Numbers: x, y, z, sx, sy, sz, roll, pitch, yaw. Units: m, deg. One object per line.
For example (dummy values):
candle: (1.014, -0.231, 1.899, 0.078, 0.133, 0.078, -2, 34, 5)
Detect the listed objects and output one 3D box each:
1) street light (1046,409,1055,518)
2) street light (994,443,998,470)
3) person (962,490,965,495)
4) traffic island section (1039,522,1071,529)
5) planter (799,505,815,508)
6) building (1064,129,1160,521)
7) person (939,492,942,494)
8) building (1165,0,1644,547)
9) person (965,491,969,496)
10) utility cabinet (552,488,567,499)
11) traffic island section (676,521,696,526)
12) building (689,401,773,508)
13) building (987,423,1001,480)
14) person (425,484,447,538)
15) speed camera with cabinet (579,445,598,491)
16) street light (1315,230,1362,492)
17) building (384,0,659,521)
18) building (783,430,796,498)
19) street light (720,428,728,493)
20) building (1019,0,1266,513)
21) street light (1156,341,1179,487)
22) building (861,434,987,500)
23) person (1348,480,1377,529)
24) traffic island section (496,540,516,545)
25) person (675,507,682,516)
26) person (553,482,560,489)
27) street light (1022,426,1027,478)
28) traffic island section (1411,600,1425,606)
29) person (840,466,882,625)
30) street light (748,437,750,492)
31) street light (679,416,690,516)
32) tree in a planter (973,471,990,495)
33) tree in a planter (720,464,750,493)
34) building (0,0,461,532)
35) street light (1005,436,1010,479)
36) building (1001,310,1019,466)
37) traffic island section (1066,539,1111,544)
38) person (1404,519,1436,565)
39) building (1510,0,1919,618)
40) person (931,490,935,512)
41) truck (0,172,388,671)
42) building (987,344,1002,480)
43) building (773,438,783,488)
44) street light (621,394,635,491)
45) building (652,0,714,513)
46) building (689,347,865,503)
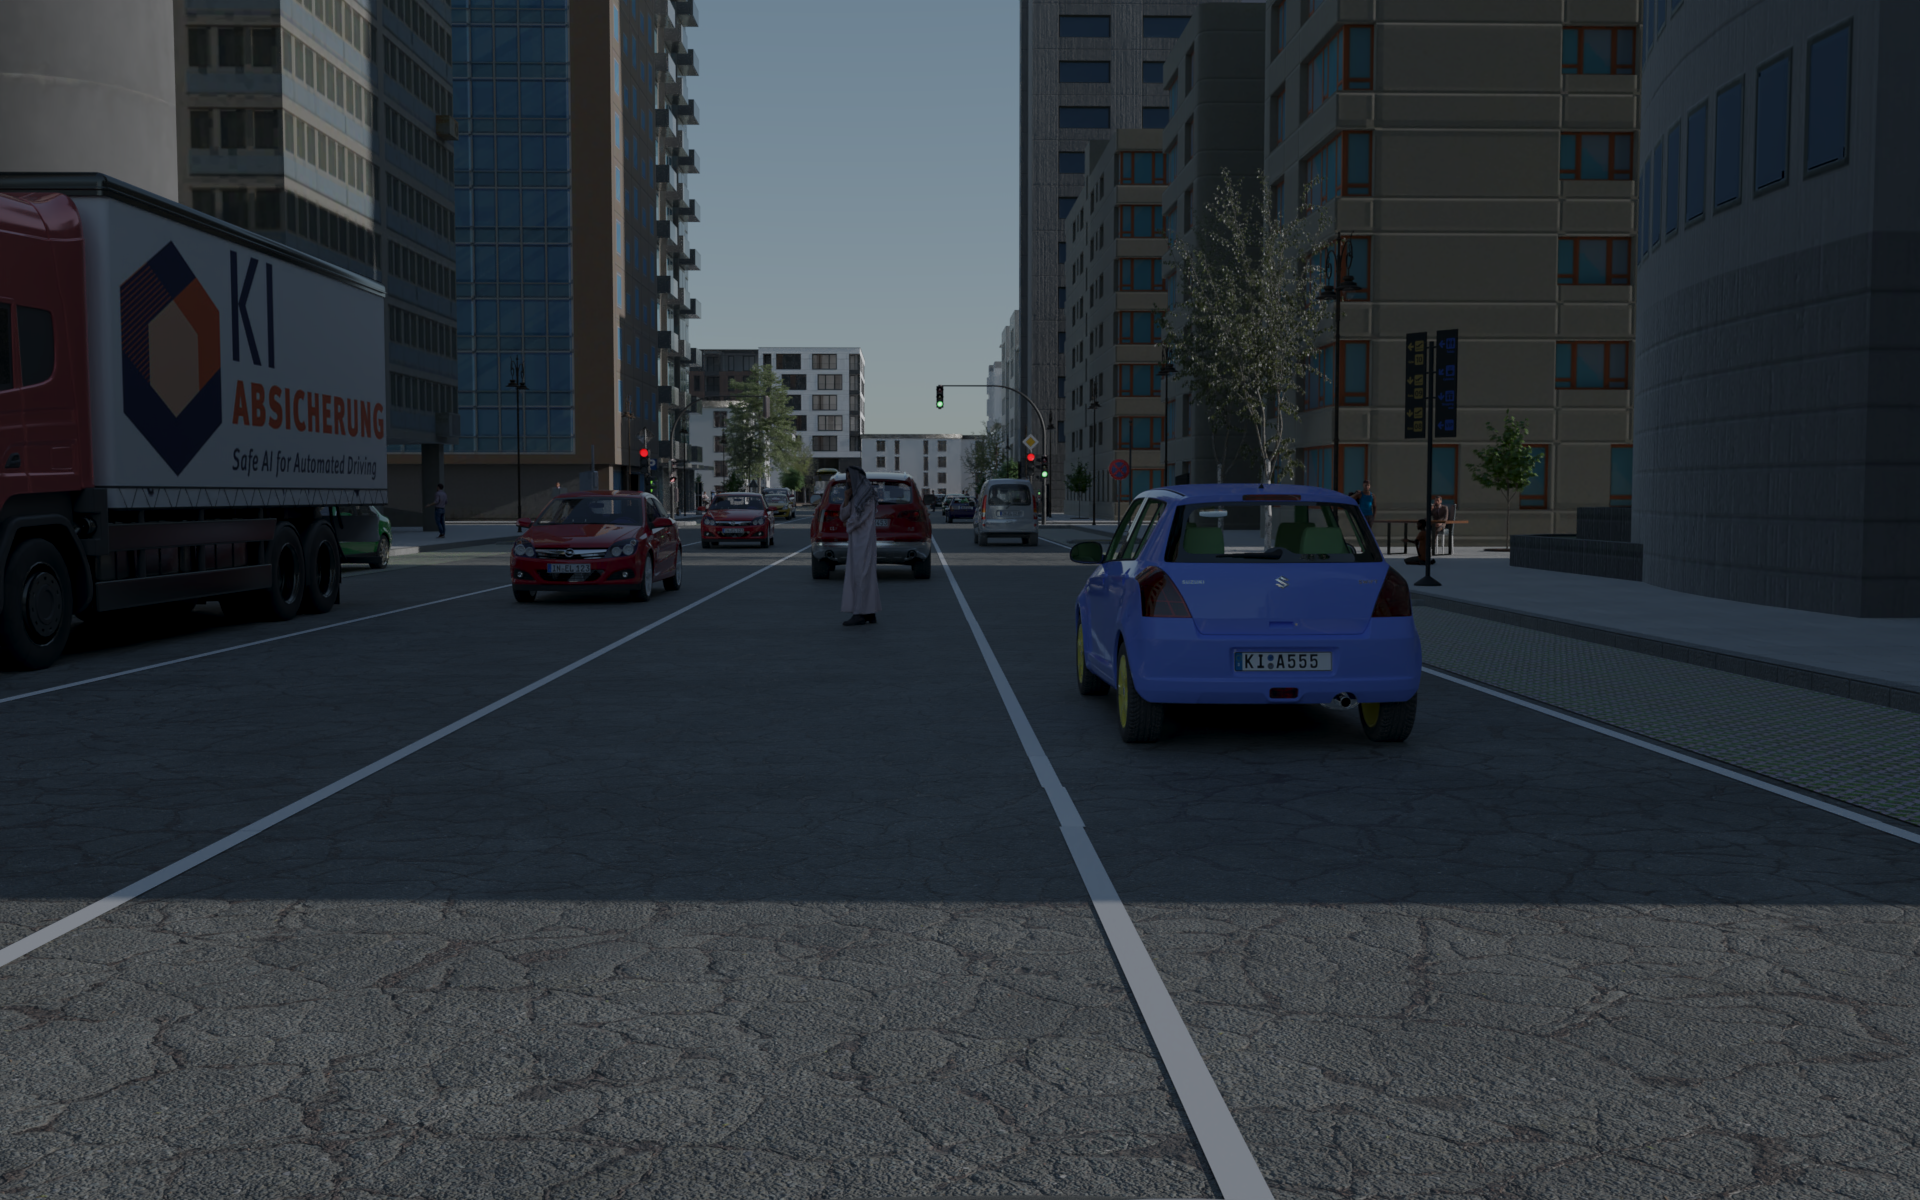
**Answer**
street light: (4.909, -7.409, 93.922, 0.468, 5.910, 1.993, 0, 4, -2)
street light: (3.242, -11.138, 154.893, 0.468, 5.910, 1.993, 0, 4, -2)
person: (0.367, -9.738, 167.655, 0.705, 1.831, 1.348, -2, 4, -26)
traffic island section: (3.511, -3.064, 72.382, 2.009, 0.180, 2.903, 0, 4, -2)
planter: (-15.835, -9.826, 181.799, 1.991, 0.319, 1.994, 0, 4, -2)
building: (21.453, -15.376, 96.437, 28.899, 21.520, 27.650, 0, 4, -2)
person: (-2.301, -11.769, 201.718, 0.445, 1.727, 0.742, -3, 5, -43)
building: (22.400, -12.911, 56.127, 27.650, 21.520, 28.899, 0, 4, -2)
person: (0.509, -9.559, 165.322, 0.750, 1.759, 0.617, -2, 4, -25)
utility cabinet: (-14.366, -3.269, 62.134, 0.318, 1.500, 1.173, 0, 3, 0)
traffic island section: (-13.288, -3.524, 79.906, 2.009, 0.180, 2.903, 0, 4, -2)
building: (-24.281, -13.919, 169.727, 9.099, 9.664, 28.070, 0, 4, -2)
building: (8.709, -16.071, 204.913, 9.099, 9.664, 28.070, 0, 4, -2)
person: (-15.115, -2.587, 50.306, 0.435, 1.587, 0.963, 1, 4, 12)
speed camera with cabinet: (-14.811, -4.651, 70.387, 0.660, 3.252, 2.038, 1, 4, 11)
street light: (6.672, -3.540, 30.660, 0.468, 5.910, 1.993, 0, 4, -2)
building: (-23.294, -26.723, 87.024, 14.600, 45.320, 14.200, 0, 4, -2)
building: (-35.577, -17.275, 224.596, 28.070, 9.664, 9.099, 0, 4, -2)
street light: (-16.432, -9.038, 120.554, 0.468, 5.910, 1.993, 0, 4, -2)
building: (14.935, -35.969, 130.090, 21.231, 58.520, 28.212, 0, 4, -2)
street light: (6.053, -4.773, 50.821, 0.468, 5.910, 1.993, 0, 4, -2)
building: (0.064, -18.611, 246.434, 28.070, 9.664, 9.099, 0, 4, -2)
person: (8.968, -1.874, 38.548, 0.647, 1.594, 0.662, -1, 4, -11)
traffic island section: (-12.107, -1.644, 49.744, 1.991, 0.108, 1.994, 0, 4, -2)
person: (-16.492, -5.195, 101.456, 0.357, 0.543, 0.381, 0, 4, 1)
person: (-18.619, -4.534, 80.036, 0.709, 1.838, 0.599, 0, 4, 2)
street light: (4.348, -8.663, 114.434, 0.468, 5.910, 1.993, 0, 4, -2)
traffic island section: (4.906, -0.005, 22.947, 1.991, 0.108, 1.994, 0, 4, -2)
person: (-1.126, -0.608, 19.104, 0.621, 1.740, 0.551, -3, 4, -37)
street light: (-17.070, -10.264, 140.602, 0.468, 5.910, 1.993, 0, 4, -2)
street light: (-15.987, -7.811, 100.501, 0.468, 5.910, 1.993, 0, 4, -2)
tree in a planter: (1.830, -8.246, 132.044, 1.991, 3.239, 1.994, 0, 4, -2)
tree in a planter: (-13.665, -6.562, 104.513, 1.991, 3.239, 1.994, 0, 4, -2)
building: (-28.845, -22.065, 52.645, 23.993, 40.220, 32.217, 0, 4, -2)
street light: (3.704, -9.890, 134.481, 0.468, 5.910, 1.993, 0, 4, -2)
building: (13.367, -18.873, 175.028, 16.747, 18.905, 31.486, 0, 4, -2)
traffic island section: (4.115, -1.680, 50.338, 1.991, 0.108, 1.994, 0, 4, -2)
person: (8.288, -1.047, 31.441, 0.655, 0.850, 0.859, 3, 5, 41)
building: (19.746, -29.139, 18.422, 21.231, 58.520, 28.212, 0, 4, -2)
person: (-2.311, -7.974, 139.402, 0.750, 1.759, 0.617, 1, 4, 20)
truck: (-8.684, -1.741, 17.379, 2.839, 4.237, 11.283, 0, 4, -1)
building: (11.547, -22.505, 224.376, 16.016, 20.091, 11.380, 0, 4, -2)
building: (-26.163, -15.640, 197.868, 9.099, 9.664, 28.070, 0, 4, -2)
street light: (-15.281, -6.561, 80.056, 0.468, 5.910, 1.993, 0, 4, -2)
building: (-29.690, -30.422, 117.015, 23.786, 49.044, 30.456, 0, 4, -2)
building: (-30.547, -25.119, 254.677, 32.646, 21.610, 27.936, 0, 4, -2)
